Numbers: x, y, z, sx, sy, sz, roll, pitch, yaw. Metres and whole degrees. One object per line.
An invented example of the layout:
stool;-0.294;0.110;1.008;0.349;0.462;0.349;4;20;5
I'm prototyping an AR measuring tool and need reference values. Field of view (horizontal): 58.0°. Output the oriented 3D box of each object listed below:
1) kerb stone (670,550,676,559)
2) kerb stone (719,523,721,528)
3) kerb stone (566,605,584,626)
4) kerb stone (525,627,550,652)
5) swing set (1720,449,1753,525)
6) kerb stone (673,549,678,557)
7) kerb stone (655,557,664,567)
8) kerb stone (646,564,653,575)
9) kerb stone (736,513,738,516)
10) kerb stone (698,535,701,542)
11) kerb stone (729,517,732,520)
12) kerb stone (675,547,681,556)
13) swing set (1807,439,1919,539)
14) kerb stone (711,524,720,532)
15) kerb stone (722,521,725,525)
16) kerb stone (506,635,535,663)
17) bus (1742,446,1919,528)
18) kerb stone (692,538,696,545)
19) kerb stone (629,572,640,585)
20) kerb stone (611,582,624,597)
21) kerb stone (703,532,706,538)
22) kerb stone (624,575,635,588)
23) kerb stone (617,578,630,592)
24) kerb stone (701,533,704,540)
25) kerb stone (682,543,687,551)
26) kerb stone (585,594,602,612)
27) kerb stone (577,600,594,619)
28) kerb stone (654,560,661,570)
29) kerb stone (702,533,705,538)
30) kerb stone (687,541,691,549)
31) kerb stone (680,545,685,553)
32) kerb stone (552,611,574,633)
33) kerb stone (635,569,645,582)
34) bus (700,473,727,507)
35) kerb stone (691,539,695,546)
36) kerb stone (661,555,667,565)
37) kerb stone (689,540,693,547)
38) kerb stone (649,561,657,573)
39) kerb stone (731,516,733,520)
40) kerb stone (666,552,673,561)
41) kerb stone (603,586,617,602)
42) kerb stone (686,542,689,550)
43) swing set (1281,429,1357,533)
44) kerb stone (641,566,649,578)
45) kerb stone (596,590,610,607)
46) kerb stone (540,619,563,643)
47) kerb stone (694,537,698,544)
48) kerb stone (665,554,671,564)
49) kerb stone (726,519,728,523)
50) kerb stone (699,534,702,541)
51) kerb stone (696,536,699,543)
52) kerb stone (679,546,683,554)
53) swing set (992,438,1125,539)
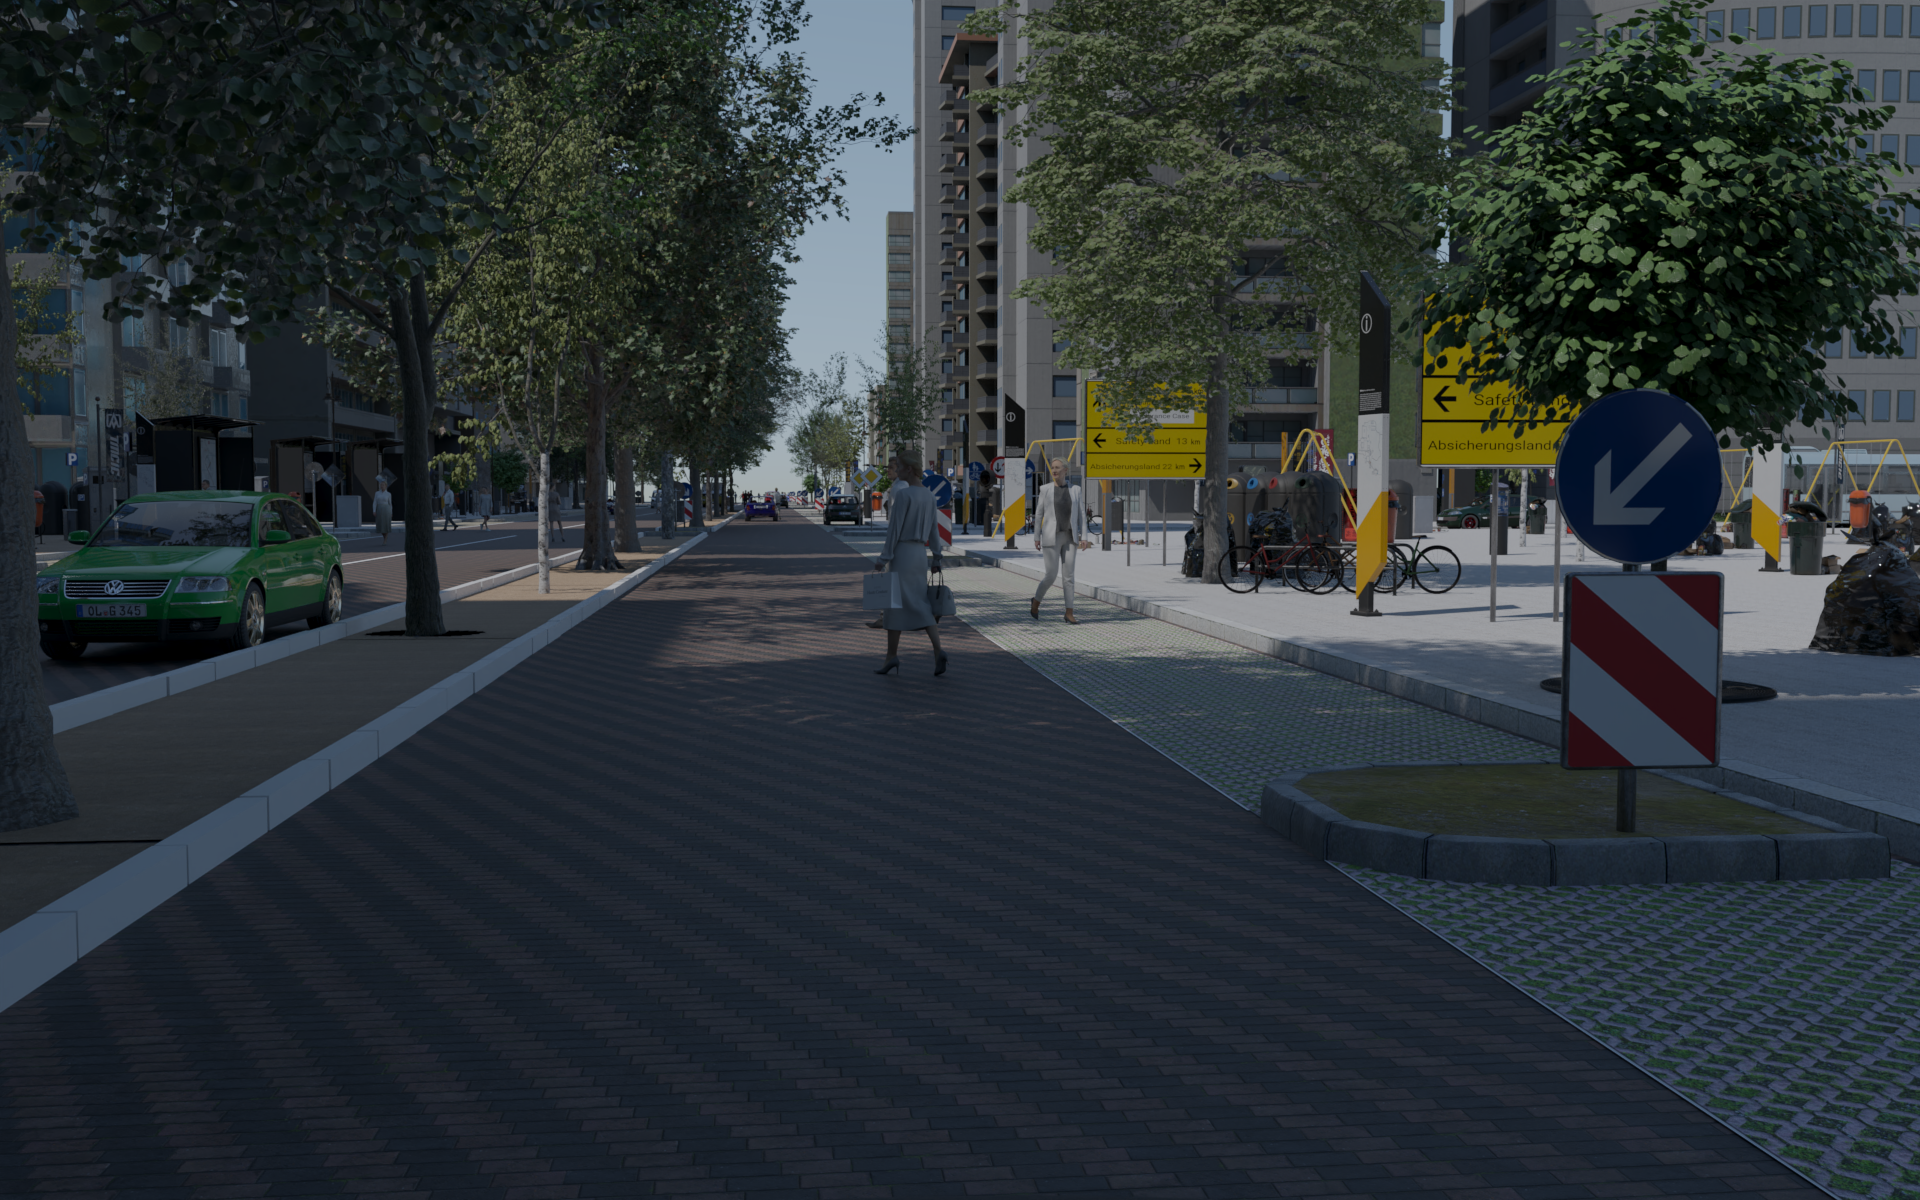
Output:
kerb stone;-6.283;-0.930;37.399;0.120;0.150;1.000;0;4;-6
kerb stone;-9.903;-2.953;70.534;0.120;0.150;1.000;0;4;-6
kerb stone;-4.277;0.192;19.055;0.120;0.150;1.000;0;4;-6
kerb stone;-3.939;0.382;16.001;0.120;0.150;1.000;0;4;-6
swing set;27.309;-3.861;60.750;2.862;2.851;3.119;0;4;-8
kerb stone;-6.395;-0.992;38.415;0.120;0.150;1.000;0;4;-6
kerb stone;-5.843;-0.676;33.324;0.120;0.150;1.000;0;4;-6
kerb stone;-5.503;-0.484;30.263;0.120;0.150;1.000;0;4;-6
kerb stone;-13.594;-5.010;104.167;0.120;0.150;1.000;0;4;-6
kerb stone;-7.732;-1.740;50.644;0.120;0.150;1.000;0;4;-6
kerb stone;-11.911;-4.079;88.884;0.120;0.150;1.000;0;4;-6
kerb stone;-6.507;-1.054;39.432;0.120;0.150;1.000;0;4;-6
swing set;26.504;-3.264;50.984;2.862;2.851;3.119;0;4;-6
kerb stone;-9.685;-2.829;68.502;0.120;0.150;1.000;0;4;-6
kerb stone;-10.460;-3.269;75.638;0.120;0.150;1.000;0;4;-6
kerb stone;-3.833;0.441;14.984;0.120;0.150;1.000;0;4;-6
bus;37.758;-4.483;68.150;13.247;3.499;2.948;0;4;-6
kerb stone;-7.396;-1.551;47.596;0.120;0.150;1.000;0;4;-6
kerb stone;-5.167;-0.306;27.197;0.120;0.150;1.000;0;4;-6
kerb stone;-4.828;-0.115;24.149;0.120;0.150;1.000;0;4;-6
kerb stone;-8.182;-1.987;54.716;0.120;0.150;1.000;0;4;-6
kerb stone;-5.051;-0.242;26.181;0.120;0.150;1.000;0;4;-6
kerb stone;-4.940;-0.182;25.165;0.120;0.150;1.000;0;4;-6
kerb stone;-7.954;-1.865;52.684;0.120;0.150;1.000;0;4;-6
kerb stone;-6.838;-1.237;42.484;0.120;0.150;1.000;0;4;-6
kerb stone;-4.498;0.068;21.089;0.120;0.150;1.000;0;4;-6
kerb stone;-4.384;0.130;20.072;0.120;0.150;1.000;0;4;-6
kerb stone;-5.725;-0.614;32.303;0.120;0.150;1.000;0;4;-6
kerb stone;-8.061;-1.927;53.700;0.120;0.150;1.000;0;4;-6
kerb stone;-7.061;-1.366;44.528;0.120;0.150;1.000;0;4;-6
kerb stone;-6.728;-1.172;41.468;0.120;0.150;1.000;0;4;-6
kerb stone;-4.168;0.254;18.039;0.120;0.150;1.000;0;4;-6
kerb stone;-5.269;-0.368;28.214;0.120;0.150;1.000;0;4;-6
bus;-27.012;-12.125;189.797;2.896;3.916;12.252;0;4;-8
kerb stone;-7.288;-1.491;46.571;0.120;0.150;1.000;0;4;-6
kerb stone;-5.960;-0.743;34.347;0.120;0.150;1.000;0;4;-6
kerb stone;-7.173;-1.423;45.551;0.120;0.150;1.000;0;4;-6
kerb stone;-5.606;-0.556;31.288;0.120;0.150;1.000;0;4;-6
kerb stone;-12.143;-4.197;90.921;0.120;0.150;1.000;0;4;-6
kerb stone;-6.167;-0.866;36.381;0.120;0.150;1.000;0;4;-6
kerb stone;-4.721;-0.057;23.127;0.120;0.150;1.000;0;4;-6
kerb stone;-6.947;-1.303;43.507;0.120;0.150;1.000;0;4;-6
swing set;8.702;-2.770;42.909;2.862;2.851;3.119;1;4;17
kerb stone;-5.389;-0.431;29.241;0.120;0.150;1.000;0;4;-6
kerb stone;-4.605;0.005;22.112;0.120;0.150;1.000;0;4;-6
kerb stone;-4.046;0.320;17.024;0.120;0.150;1.000;0;4;-6
kerb stone;-7.505;-1.614;48.612;0.120;0.150;1.000;0;4;-6
kerb stone;-6.050;-0.806;35.366;0.120;0.150;1.000;0;4;-6
kerb stone;-11.026;-3.581;80.741;0.120;0.150;1.000;0;4;-6
kerb stone;-7.843;-1.802;51.660;0.120;0.150;1.000;0;4;-6
kerb stone;-7.622;-1.678;49.627;0.120;0.150;1.000;0;4;-6
kerb stone;-6.620;-1.112;40.448;0.120;0.150;1.000;0;4;-6
swing set;2.743;-3.184;49.674;2.862;2.851;3.119;-2;4;-23
